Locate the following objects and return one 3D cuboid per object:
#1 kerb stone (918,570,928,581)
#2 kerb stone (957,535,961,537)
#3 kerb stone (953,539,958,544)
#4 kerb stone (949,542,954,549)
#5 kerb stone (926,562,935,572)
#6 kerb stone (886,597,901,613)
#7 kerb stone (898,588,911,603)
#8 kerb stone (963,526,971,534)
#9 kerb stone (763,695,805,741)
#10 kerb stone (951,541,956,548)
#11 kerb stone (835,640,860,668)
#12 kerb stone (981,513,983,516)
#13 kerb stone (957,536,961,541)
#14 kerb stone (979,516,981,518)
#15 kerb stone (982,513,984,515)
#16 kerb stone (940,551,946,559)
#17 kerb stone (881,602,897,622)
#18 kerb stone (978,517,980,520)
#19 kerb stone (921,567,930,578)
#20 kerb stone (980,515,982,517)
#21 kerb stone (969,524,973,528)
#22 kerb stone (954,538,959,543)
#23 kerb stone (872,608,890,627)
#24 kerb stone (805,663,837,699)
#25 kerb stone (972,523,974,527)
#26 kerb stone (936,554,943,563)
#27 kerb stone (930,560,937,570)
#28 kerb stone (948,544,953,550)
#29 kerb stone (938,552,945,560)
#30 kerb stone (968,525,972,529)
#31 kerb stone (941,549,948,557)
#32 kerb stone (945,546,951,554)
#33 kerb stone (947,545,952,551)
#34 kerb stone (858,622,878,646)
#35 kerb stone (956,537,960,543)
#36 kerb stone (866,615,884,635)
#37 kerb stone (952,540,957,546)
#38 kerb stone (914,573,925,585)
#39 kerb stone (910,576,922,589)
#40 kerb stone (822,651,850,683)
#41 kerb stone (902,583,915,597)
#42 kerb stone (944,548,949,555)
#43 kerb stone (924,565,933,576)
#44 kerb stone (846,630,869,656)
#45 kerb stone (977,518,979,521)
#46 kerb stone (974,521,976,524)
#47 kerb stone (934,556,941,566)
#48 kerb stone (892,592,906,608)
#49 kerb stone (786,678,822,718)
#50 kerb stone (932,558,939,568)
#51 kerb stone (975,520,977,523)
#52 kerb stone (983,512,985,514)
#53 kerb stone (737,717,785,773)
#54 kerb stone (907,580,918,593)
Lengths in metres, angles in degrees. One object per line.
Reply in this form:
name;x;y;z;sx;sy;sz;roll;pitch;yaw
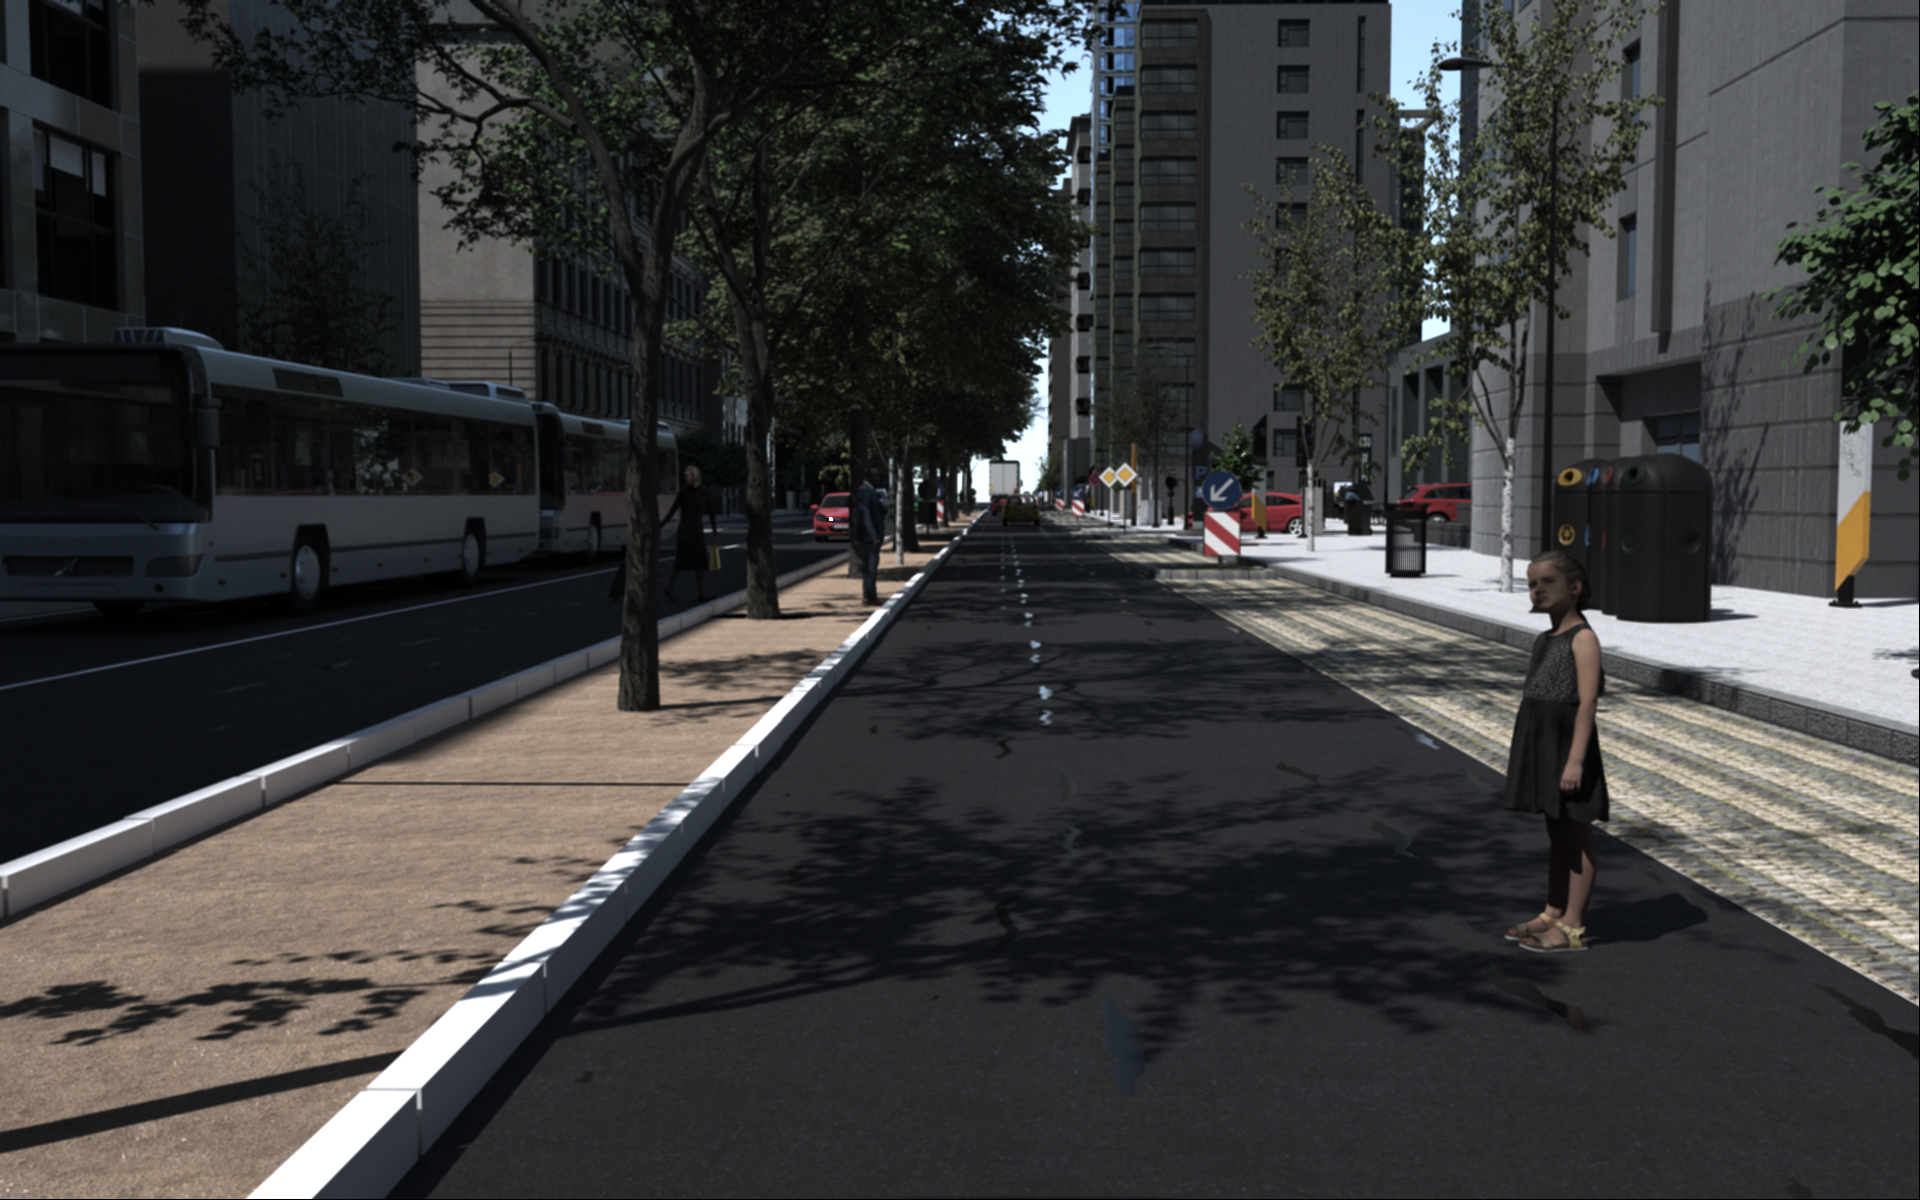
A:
kerb stone;-0.638;-0.341;27.835;0.120;0.150;1.000;0;4;1
kerb stone;-0.100;-1.724;50.385;0.120;0.150;1.000;0;4;1
kerb stone;-0.199;-1.474;46.296;0.120;0.150;1.000;0;4;1
kerb stone;-0.277;-1.284;43.219;0.120;0.150;1.000;0;4;1
kerb stone;-0.565;-0.533;30.913;0.120;0.150;1.000;0;4;1
kerb stone;-0.820;0.094;20.662;0.120;0.150;1.000;0;4;1
kerb stone;-0.769;-0.026;22.706;0.120;0.150;1.000;0;4;1
kerb stone;0.255;-2.627;65.253;0.120;0.150;1.000;0;4;1
kerb stone;-1.065;0.721;10.399;0.120;0.150;1.000;0;4;1
kerb stone;-0.246;-1.349;44.245;0.120;0.150;1.000;0;4;1
kerb stone;-0.959;0.471;14.501;0.120;0.150;1.000;0;4;1
kerb stone;1.154;-4.890;102.148;0.120;0.150;1.000;0;4;1
kerb stone;-0.128;-1.662;49.362;0.120;0.150;1.000;0;4;1
kerb stone;0.887;-4.199;90.881;0.120;0.150;1.000;0;4;1
kerb stone;1.207;-5.015;104.194;0.120;0.150;1.000;0;4;1
kerb stone;-0.427;-0.907;37.069;0.120;0.150;1.000;0;4;1
kerb stone;-0.835;0.160;19.640;0.120;0.150;1.000;0;4;1
kerb stone;0.806;-4.010;87.806;0.120;0.150;1.000;0;4;1
kerb stone;-0.616;-0.404;28.857;0.120;0.150;1.000;0;4;1
kerb stone;1.005;-4.513;96.011;0.120;0.150;1.000;0;4;1
kerb stone;0.335;-2.818;68.321;0.120;0.150;1.000;0;4;1
kerb stone;-0.173;-1.536;47.318;0.120;0.150;1.000;0;4;1
kerb stone;-0.870;0.219;18.618;0.120;0.150;1.000;0;4;1
kerb stone;-1.014;0.596;12.447;0.120;0.150;1.000;0;4;1
kerb stone;0.387;-2.946;70.380;0.120;0.150;1.000;0;4;1
kerb stone;-0.463;-0.784;35.021;0.120;0.150;1.000;0;4;1
kerb stone;-0.550;-0.593;31.935;0.120;0.150;1.000;0;4;1
kerb stone;-0.296;-1.220;42.187;0.120;0.150;1.000;0;4;1
kerb stone;-0.446;-0.847;36.047;0.120;0.150;1.000;0;4;1
kerb stone;0.284;-2.696;66.274;0.120;0.150;1.000;0;4;1
kerb stone;-0.388;-0.967;38.091;0.120;0.150;1.000;0;4;1
kerb stone;-0.350;-1.097;40.135;0.120;0.150;1.000;0;4;1
kerb stone;-0.317;-1.160;41.165;0.120;0.150;1.000;0;4;1
kerb stone;-0.905;0.345;16.556;0.120;0.150;1.000;0;4;1
kerb stone;-0.143;-1.599;48.340;0.120;0.150;1.000;0;4;1
kerb stone;-0.889;0.289;17.581;0.120;0.150;1.000;0;4;1
kerb stone;-0.222;-1.411;45.267;0.120;0.150;1.000;0;4;1
kerb stone;-0.670;-0.282;26.813;0.120;0.150;1.000;0;4;1
kerb stone;-0.692;-0.219;25.783;0.120;0.150;1.000;0;4;1
kerb stone;-0.981;0.534;13.472;0.120;0.150;1.000;0;4;1
kerb stone;-0.739;-0.093;23.730;0.120;0.150;1.000;0;4;1
kerb stone;-0.375;-1.032;39.113;0.120;0.150;1.000;0;4;1
kerb stone;-0.589;-0.470;29.885;0.120;0.150;1.000;0;4;1
kerb stone;-0.937;0.408;15.530;0.120;0.150;1.000;0;4;1
kerb stone;0.727;-3.822;84.714;0.120;0.150;1.000;0;4;1
kerb stone;0.508;-3.261;75.506;0.120;0.150;1.000;0;4;1
kerb stone;-0.492;-0.720;33.995;0.120;0.150;1.000;0;4;1
kerb stone;-0.793;0.032;21.684;0.120;0.150;1.000;0;4;1
kerb stone;-1.043;0.659;11.424;0.120;0.150;1.000;0;4;1
kerb stone;-0.518;-0.659;32.965;0.120;0.150;1.000;0;4;1
kerb stone;0.582;-3.448;78.576;0.120;0.150;1.000;0;4;1
kerb stone;1.328;-5.326;109.316;0.120;0.150;1.000;0;4;1
kerb stone;-1.083;0.784;9.377;0.120;0.150;1.000;0;4;1
kerb stone;-0.714;-0.154;24.757;0.120;0.150;1.000;0;4;1
